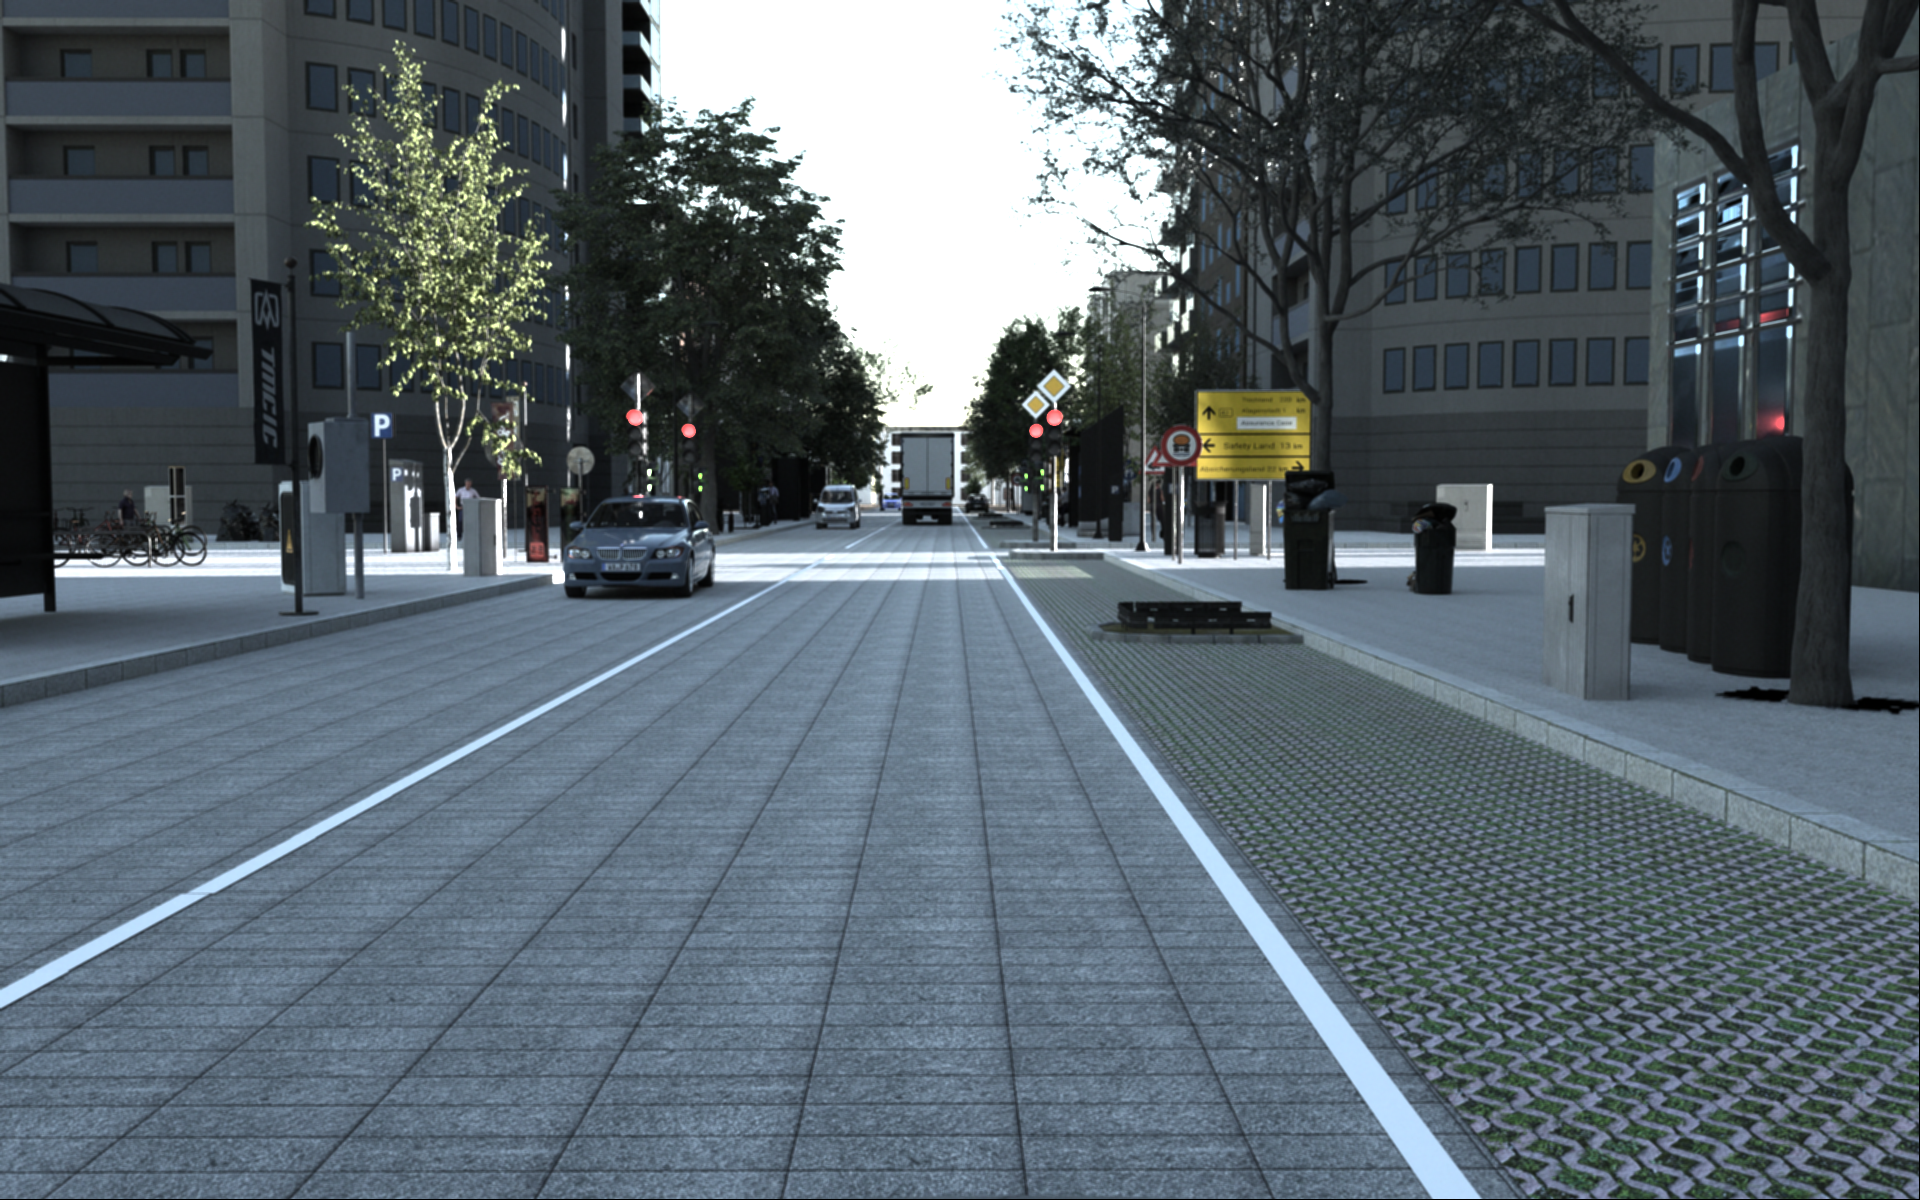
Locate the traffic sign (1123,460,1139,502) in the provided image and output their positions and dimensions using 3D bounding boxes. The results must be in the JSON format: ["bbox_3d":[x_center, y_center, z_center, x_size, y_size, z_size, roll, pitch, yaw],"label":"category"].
[{"bbox_3d":[6.232,-3.910,64.034,0.768,2.556,0.104,0,3,0],"label":"traffic sign"}]

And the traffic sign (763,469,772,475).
[{"bbox_3d":[-9.388,-5.076,83.096,0.768,2.556,0.104,0,4,0],"label":"traffic sign"}]

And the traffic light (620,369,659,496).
[{"bbox_3d":[-7.196,-3.052,38.816,0.839,4.253,0.868,0,4,0],"label":"traffic light"}]

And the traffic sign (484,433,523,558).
[{"bbox_3d":[-9.090,-2.104,34.512,0.768,2.556,0.104,0,4,1],"label":"traffic sign"}]

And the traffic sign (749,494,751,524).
[{"bbox_3d":[-8.986,-4.522,74.041,0.768,2.556,0.104,0,4,6],"label":"traffic sign"}]

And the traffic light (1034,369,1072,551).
[{"bbox_3d":[2.085,-3.057,38.898,0.839,4.253,0.868,0,4,0],"label":"traffic light"}]

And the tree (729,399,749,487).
[{"bbox_3d":[-12.659,-8.413,87.910,4.737,8.622,4.395,0,3,0],"label":"tree"}]

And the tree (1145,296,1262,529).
[{"bbox_3d":[9.311,-6.920,63.503,4.360,8.622,3.978,0,3,0],"label":"tree"}]

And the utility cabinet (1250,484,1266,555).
[{"bbox_3d":[6.324,-1.716,36.730,0.318,1.500,1.173,1,4,11],"label":"utility cabinet"}]

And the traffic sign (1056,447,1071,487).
[{"bbox_3d":[5.166,-4.991,75.478,2.265,3.308,0.079,0,4,2],"label":"traffic sign"}]

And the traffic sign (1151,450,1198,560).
[{"bbox_3d":[4.130,-2.042,33.397,0.884,2.594,0.081,0,4,5],"label":"traffic sign"}]

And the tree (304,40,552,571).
[{"bbox_3d":[-8.502,-4.781,28.528,4.737,8.622,4.395,0,3,0],"label":"tree"}]

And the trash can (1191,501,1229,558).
[{"bbox_3d":[5.029,-1.421,34.883,0.748,1.137,0.748,0,3,0],"label":"trash can"}]

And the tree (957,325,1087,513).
[{"bbox_3d":[4.436,-12.100,114.838,9.611,12.733,9.660,0,3,0],"label":"tree"}]

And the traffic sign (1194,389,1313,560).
[{"bbox_3d":[5.698,-2.434,33.676,2.265,3.308,0.079,0,4,5],"label":"traffic sign"}]

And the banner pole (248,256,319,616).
[{"bbox_3d":[-7.109,-1.718,18.114,0.401,3.779,0.863,1,4,17],"label":"banner pole"}]

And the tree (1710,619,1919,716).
[{"bbox_3d":[5.142,-6.102,10.144,12.009,13.543,11.850,0,3,0],"label":"tree"}]

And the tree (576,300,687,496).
[{"bbox_3d":[-11.956,-7.007,64.929,4.360,8.622,3.978,0,3,0],"label":"tree"}]

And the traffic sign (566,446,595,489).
[{"bbox_3d":[-10.110,-2.815,46.128,0.768,2.556,0.104,0,4,6],"label":"traffic sign"}]

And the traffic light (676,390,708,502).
[{"bbox_3d":[-7.253,-3.540,46.801,0.839,4.253,0.868,0,4,0],"label":"traffic light"}]

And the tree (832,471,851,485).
[{"bbox_3d":[-8.466,-7.793,122.012,1.663,3.219,1.824,0,3,0],"label":"tree"}]

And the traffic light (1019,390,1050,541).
[{"bbox_3d":[2.028,-3.545,46.883,0.839,4.253,0.868,0,4,0],"label":"traffic light"}]

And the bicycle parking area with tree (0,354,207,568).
[{"bbox_3d":[-18.192,-2.781,32.468,9.016,4.147,8.231,-1,4,-8],"label":"bicycle parking area with tree"}]

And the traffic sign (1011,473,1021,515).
[{"bbox_3d":[3.553,-6.533,106.928,0.768,2.556,0.104,1,4,8],"label":"traffic sign"}]

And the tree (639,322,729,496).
[{"bbox_3d":[-12.418,-7.443,72.048,4.737,8.622,4.395,0,3,0],"label":"tree"}]

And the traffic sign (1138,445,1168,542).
[{"bbox_3d":[5.176,-2.816,46.047,0.884,2.594,0.081,0,4,3],"label":"traffic sign"}]

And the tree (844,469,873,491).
[{"bbox_3d":[-9.688,-10.688,158.455,4.285,4.588,4.351,0,3,0],"label":"tree"}]

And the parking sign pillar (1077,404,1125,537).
[{"bbox_3d":[4.229,-3.883,51.956,1.447,3.967,1.447,0,4,-6],"label":"parking sign pillar"}]

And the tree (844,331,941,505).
[{"bbox_3d":[-8.067,-20.983,198.967,12.611,20.169,13.585,0,3,0],"label":"tree"}]

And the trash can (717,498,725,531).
[{"bbox_3d":[-8.492,-2.950,59.891,0.748,1.137,0.748,0,3,0],"label":"trash can"}]

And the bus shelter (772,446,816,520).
[{"bbox_3d":[-8.383,-5.906,87.845,1.731,3.624,6.357,0,4,-1],"label":"bus shelter"}]

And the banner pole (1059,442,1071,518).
[{"bbox_3d":[4.410,-5.095,73.315,0.863,3.779,0.401,-3,5,-44],"label":"banner pole"}]

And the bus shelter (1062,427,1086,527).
[{"bbox_3d":[4.709,-4.430,63.719,1.731,3.624,6.357,0,4,0],"label":"bus shelter"}]

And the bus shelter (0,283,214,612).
[{"bbox_3d":[-9.198,-1.372,16.350,2.014,3.302,5.546,0,4,0],"label":"bus shelter"}]

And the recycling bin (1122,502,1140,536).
[{"bbox_3d":[5.311,-2.497,53.388,0.722,1.027,0.722,1,4,14],"label":"recycling bin"}]

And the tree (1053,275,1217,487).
[{"bbox_3d":[5.100,-6.518,56.939,4.737,8.622,4.395,0,3,0],"label":"tree"}]

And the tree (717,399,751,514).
[{"bbox_3d":[-13.731,-9.764,110.000,4.360,8.622,3.978,0,3,0],"label":"tree"}]

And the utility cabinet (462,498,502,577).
[{"bbox_3d":[-7.538,-0.991,27.361,0.306,1.237,1.020,0,4,3],"label":"utility cabinet"}]

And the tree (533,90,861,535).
[{"bbox_3d":[-8.008,-9.010,53.971,9.857,13.997,8.962,0,3,0],"label":"tree"}]

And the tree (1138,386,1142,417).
[{"bbox_3d":[9.104,-7.253,68.955,4.360,8.622,3.978,0,3,0],"label":"tree"}]

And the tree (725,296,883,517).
[{"bbox_3d":[-8.923,-11.083,98.220,9.611,12.733,9.660,0,3,0],"label":"tree"}]

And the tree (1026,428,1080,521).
[{"bbox_3d":[4.638,-5.994,81.720,4.285,4.588,4.351,0,3,0],"label":"tree"}]

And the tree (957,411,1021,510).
[{"bbox_3d":[4.240,-12.472,138.328,8.767,10.594,7.601,-1,4,-16],"label":"tree"}]

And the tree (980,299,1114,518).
[{"bbox_3d":[4.643,-10.167,91.983,9.928,11.665,9.643,0,3,0],"label":"tree"}]

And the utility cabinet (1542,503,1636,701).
[{"bbox_3d":[4.053,-0.005,11.236,0.306,1.237,1.020,0,4,4],"label":"utility cabinet"}]

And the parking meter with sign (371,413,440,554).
[{"bbox_3d":[-12.115,-2.552,37.989,0.543,3.016,1.738,1,4,18],"label":"parking meter with sign"}]

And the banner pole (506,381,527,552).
[{"bbox_3d":[-9.862,-2.977,38.686,0.863,3.779,0.401,3,4,36],"label":"banner pole"}]

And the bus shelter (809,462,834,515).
[{"bbox_3d":[-9.432,-8.208,111.830,2.179,5.291,8.768,0,4,-1],"label":"bus shelter"}]

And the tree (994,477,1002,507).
[{"bbox_3d":[4.100,-13.406,169.543,4.360,8.622,3.978,0,3,0],"label":"tree"}]

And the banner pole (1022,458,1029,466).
[{"bbox_3d":[4.117,-7.074,105.681,0.863,3.779,0.401,2,4,27],"label":"banner pole"}]

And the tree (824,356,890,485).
[{"bbox_3d":[-9.229,-13.730,142.615,7.486,12.596,7.792,0,3,0],"label":"tree"}]

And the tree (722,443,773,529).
[{"bbox_3d":[-8.019,-4.231,63.774,1.663,3.219,1.824,0,3,0],"label":"tree"}]

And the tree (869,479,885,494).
[{"bbox_3d":[-8.902,-11.625,184.676,1.663,3.219,1.824,0,3,0],"label":"tree"}]

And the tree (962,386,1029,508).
[{"bbox_3d":[3.969,-14.695,158.384,7.486,12.596,7.792,0,3,0],"label":"tree"}]

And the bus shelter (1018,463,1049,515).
[{"bbox_3d":[4.517,-6.644,102.546,2.014,3.302,5.546,0,4,0],"label":"bus shelter"}]

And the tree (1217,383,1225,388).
[{"bbox_3d":[9.421,-7.657,75.554,4.737,8.622,4.395,0,3,0],"label":"tree"}]

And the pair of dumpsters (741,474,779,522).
[{"bbox_3d":[-9.363,-4.780,80.647,1.574,2.255,4.437,0,4,-1],"label":"pair of dumpsters"}]

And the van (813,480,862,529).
[{"bbox_3d":[-5.073,-3.990,72.242,2.013,2.044,4.112,0,3,0],"label":"van"}]

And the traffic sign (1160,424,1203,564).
[{"bbox_3d":[4.048,-1.935,31.739,0.768,2.556,0.104,0,4,3],"label":"traffic sign"}]
